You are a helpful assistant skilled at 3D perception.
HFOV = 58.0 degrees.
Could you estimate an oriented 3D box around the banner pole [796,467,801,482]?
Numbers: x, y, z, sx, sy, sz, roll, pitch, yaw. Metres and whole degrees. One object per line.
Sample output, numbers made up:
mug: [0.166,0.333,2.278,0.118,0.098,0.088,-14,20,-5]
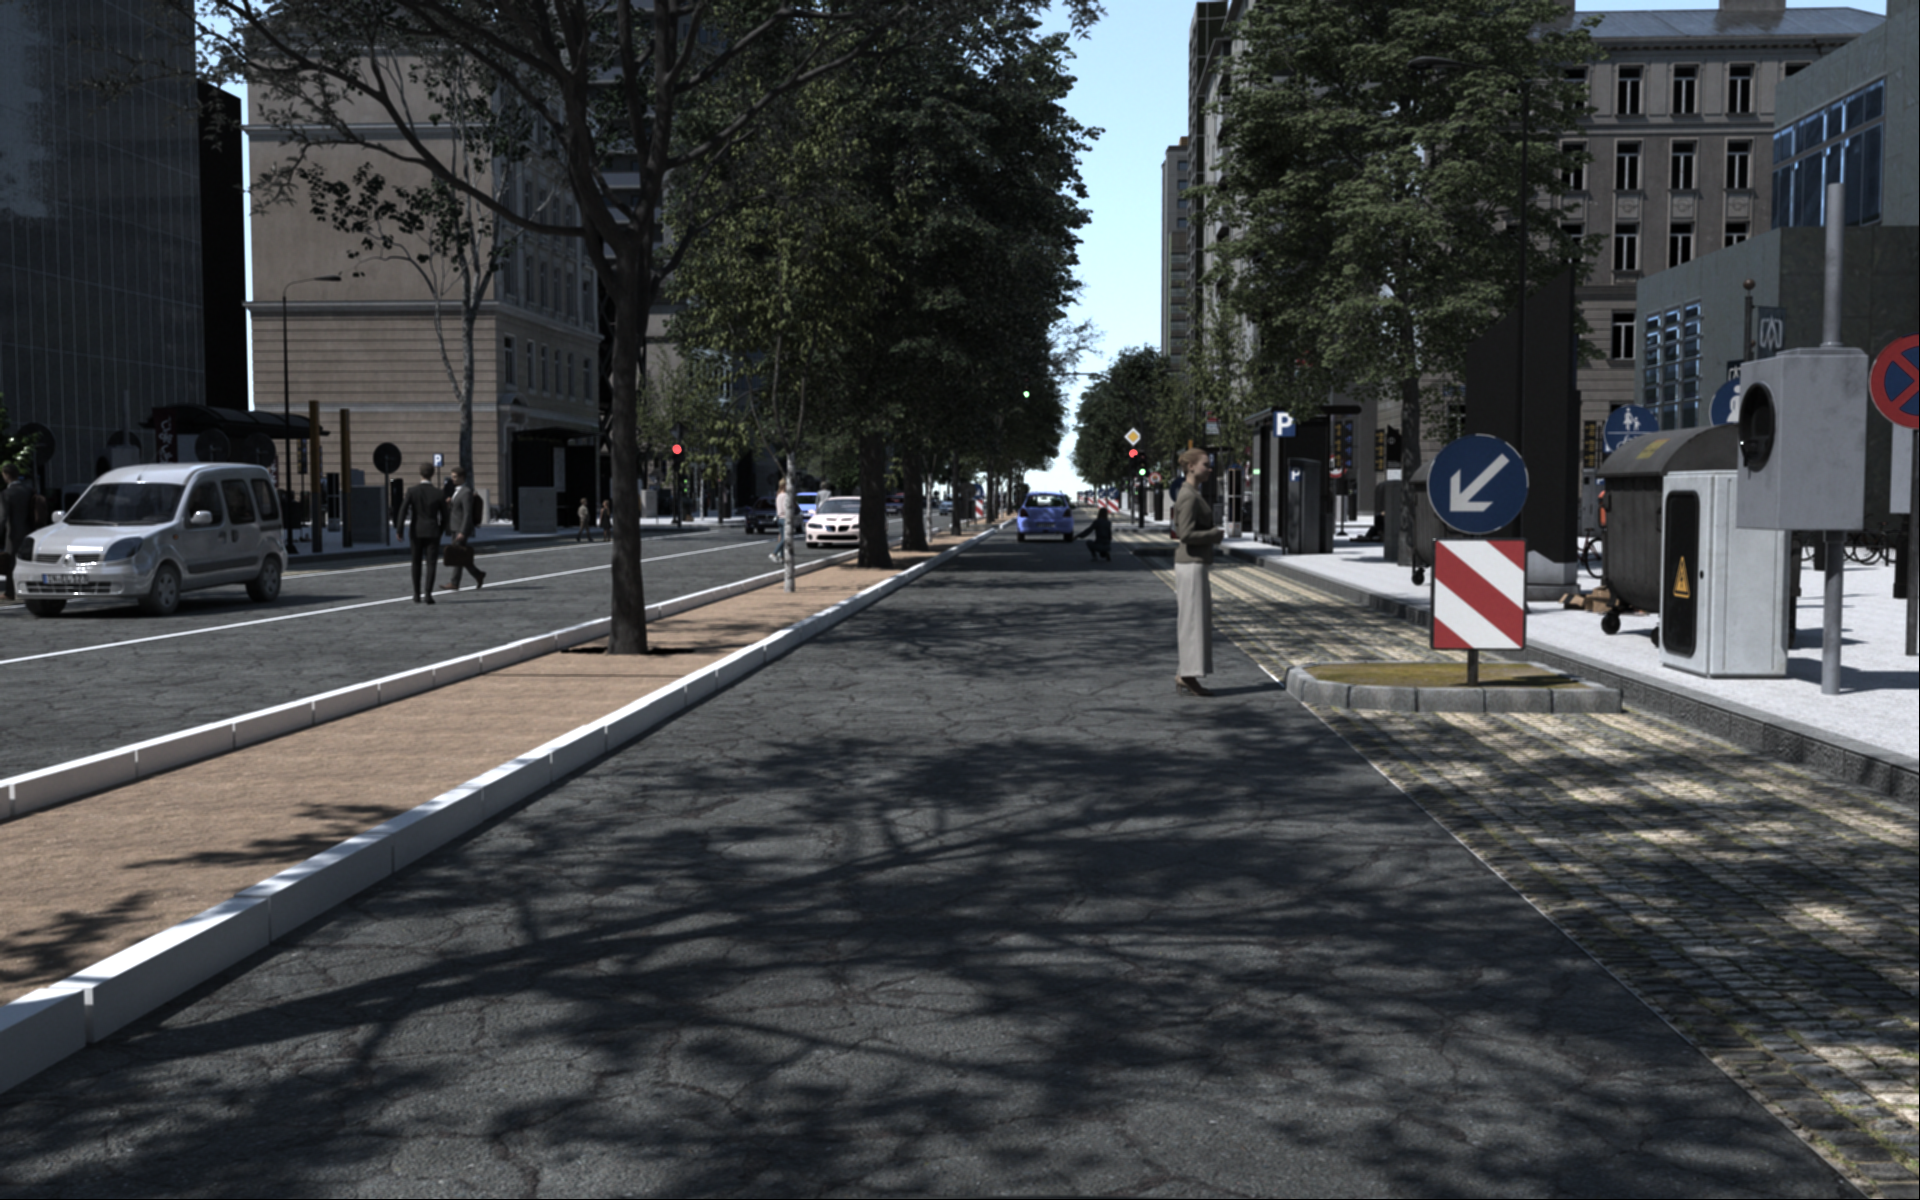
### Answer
banner pole: [-12.735,-8.858,134.852,0.863,3.779,0.401,-1,4,-23]

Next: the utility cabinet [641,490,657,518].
utility cabinet: [-16.553,-5.107,92.174,0.318,1.500,1.173,1,4,19]

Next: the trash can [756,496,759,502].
trash can: [-13.627,-6.293,114.541,0.748,1.137,0.748,0,3,0]

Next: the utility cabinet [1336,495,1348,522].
utility cabinet: [17.644,-4.209,79.977,0.306,1.237,1.020,2,4,27]

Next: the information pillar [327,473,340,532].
information pillar: [-21.442,-3.350,59.269,0.304,2.012,0.304,1,4,14]

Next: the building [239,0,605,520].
building: [-28.793,-18.985,96.307,13.634,28.700,20.117,0,4,3]

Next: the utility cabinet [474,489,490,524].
utility cabinet: [-20.832,-4.023,74.461,1.173,1.500,0.318,1,4,8]

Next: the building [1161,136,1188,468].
building: [44.256,-45.795,290.746,21.231,58.520,28.212,0,4,3]

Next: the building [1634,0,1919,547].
building: [30.596,-44.109,33.860,22.319,86.520,31.000,0,4,3]

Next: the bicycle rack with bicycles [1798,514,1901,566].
bicycle rack with bicycles: [16.679,-1.147,32.133,2.852,0.926,2.925,-2,4,-34]

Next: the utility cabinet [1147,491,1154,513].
utility cabinet: [12.682,-6.557,115.893,0.318,1.500,1.173,-1,4,-9]

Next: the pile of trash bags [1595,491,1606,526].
pile of trash bags: [15.201,-2.127,44.527,3.447,1.369,1.912,1,4,12]

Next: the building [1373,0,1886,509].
building: [34.410,-17.738,87.283,25.104,27.353,12.463,0,4,3]

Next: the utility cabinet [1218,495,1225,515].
utility cabinet: [15.778,-5.707,104.475,0.306,1.237,1.020,0,4,-4]

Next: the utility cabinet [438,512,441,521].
utility cabinet: [-24.832,-4.362,82.481,0.306,1.237,1.020,0,4,-8]

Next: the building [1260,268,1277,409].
building: [31.165,-18.905,138.773,12.332,23.373,15.834,0,4,3]

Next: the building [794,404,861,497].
building: [-20.127,-29.379,252.039,14.160,30.474,14.107,0,4,3]

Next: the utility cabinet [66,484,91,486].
utility cabinet: [-18.668,-1.749,37.269,1.173,1.500,0.318,1,4,22]

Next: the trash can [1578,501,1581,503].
trash can: [11.992,-1.404,34.603,0.748,1.137,0.748,0,3,0]

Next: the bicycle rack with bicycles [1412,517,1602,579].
bicycle rack with bicycles: [8.383,-0.839,27.099,2.852,0.926,2.925,-1,4,-12]

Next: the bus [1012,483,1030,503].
bus: [10.489,-18.375,295.288,2.948,3.499,13.247,0,4,4]

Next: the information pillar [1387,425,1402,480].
information pillar: [14.474,-4.065,57.816,0.504,3.616,0.183,1,4,15]

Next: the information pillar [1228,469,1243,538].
information pillar: [8.073,-2.835,50.839,0.304,2.012,0.304,-2,4,-26]

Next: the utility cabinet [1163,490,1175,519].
utility cabinet: [10.398,-4.753,86.384,0.318,1.500,1.173,-3,4,-39]

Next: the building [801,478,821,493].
building: [-32.025,-30.542,191.238,32.217,40.220,23.993,0,4,3]

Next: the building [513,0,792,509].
building: [-28.375,-38.037,163.905,21.231,58.520,28.212,0,4,3]

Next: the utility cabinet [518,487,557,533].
utility cabinet: [-13.773,-2.926,56.519,1.173,1.500,0.318,-2,4,-28]

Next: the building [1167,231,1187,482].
building: [39.392,-35.861,269.925,14.154,41.232,14.086,0,4,3]

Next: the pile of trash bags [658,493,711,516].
pile of trash bags: [-16.712,-5.781,104.270,3.447,1.369,1.912,-1,4,-11]

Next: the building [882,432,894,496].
building: [-18.561,-38.971,287.293,14.600,45.320,14.200,0,4,3]

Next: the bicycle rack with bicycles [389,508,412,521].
bicycle rack with bicycles: [-27.766,-4.280,83.360,2.925,0.926,2.852,-3,4,-36]

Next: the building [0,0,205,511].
building: [-34.805,-14.212,50.396,19.932,24.808,12.078,0,4,3]

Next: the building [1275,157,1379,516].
building: [29.808,-18.131,115.507,14.314,24.678,30.058,0,4,3]

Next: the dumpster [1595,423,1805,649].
dumpster: [6.407,-0.567,15.033,1.264,1.857,1.865,0,4,4]

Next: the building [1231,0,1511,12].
building: [40.956,-35.429,168.499,28.713,52.752,27.495,0,4,3]

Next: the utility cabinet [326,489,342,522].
utility cabinet: [-28.277,-4.297,78.932,1.173,1.500,0.318,-3,5,-40]

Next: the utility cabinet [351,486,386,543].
utility cabinet: [-15.520,-2.240,45.303,1.173,1.500,0.318,1,4,23]

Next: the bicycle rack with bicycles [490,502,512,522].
bicycle rack with bicycles: [-21.877,-4.019,79.085,2.925,0.926,2.852,-1,4,-13]

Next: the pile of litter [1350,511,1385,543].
pile of litter: [11.112,-1.967,46.127,1.176,0.858,1.719,-1,4,-17]

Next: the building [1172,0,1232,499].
building: [41.758,-49.741,251.524,20.563,71.187,20.611,0,4,3]

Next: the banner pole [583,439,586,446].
banner pole: [-17.257,-5.426,78.735,0.863,3.779,0.401,-3,5,-44]

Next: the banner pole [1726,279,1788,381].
banner pole: [9.395,-1.856,20.367,0.863,3.779,0.401,-2,4,-25]

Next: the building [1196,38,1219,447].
building: [42.188,-37.164,196.867,28.713,52.752,27.495,0,4,3]

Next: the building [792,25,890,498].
building: [-21.571,-50.809,268.984,20.563,71.187,20.611,0,4,3]

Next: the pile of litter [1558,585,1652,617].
pile of litter: [7.195,-0.310,19.038,1.176,0.858,1.719,2,4,29]

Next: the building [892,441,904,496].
building: [-16.320,-37.788,301.427,14.154,41.232,14.086,0,4,3]

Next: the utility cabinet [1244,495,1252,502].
utility cabinet: [18.620,-6.281,113.861,0.306,1.237,1.020,-2,4,-33]

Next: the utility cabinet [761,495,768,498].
utility cabinet: [-12.209,-6.115,111.134,1.020,1.237,0.306,0,4,5]

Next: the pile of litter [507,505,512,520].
pile of litter: [-21.680,-4.369,85.392,1.176,0.858,1.719,2,4,26]

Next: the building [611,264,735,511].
building: [-24.530,-16.773,138.860,10.561,19.102,19.286,0,4,3]

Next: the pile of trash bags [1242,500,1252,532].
pile of trash bags: [10.652,-3.029,59.270,1.912,1.369,3.447,2,4,28]

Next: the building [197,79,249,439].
building: [-48.489,-16.043,91.976,15.834,23.373,12.332,0,4,3]

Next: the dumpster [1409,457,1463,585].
dumpster: [6.903,-1.088,23.553,1.264,1.857,1.865,0,4,3]

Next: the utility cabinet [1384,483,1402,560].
utility cabinet: [8.832,-1.527,33.648,1.173,1.500,0.318,-1,4,-17]

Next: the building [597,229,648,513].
building: [-29.761,-15.174,115.540,16.820,18.784,16.811,0,4,3]
